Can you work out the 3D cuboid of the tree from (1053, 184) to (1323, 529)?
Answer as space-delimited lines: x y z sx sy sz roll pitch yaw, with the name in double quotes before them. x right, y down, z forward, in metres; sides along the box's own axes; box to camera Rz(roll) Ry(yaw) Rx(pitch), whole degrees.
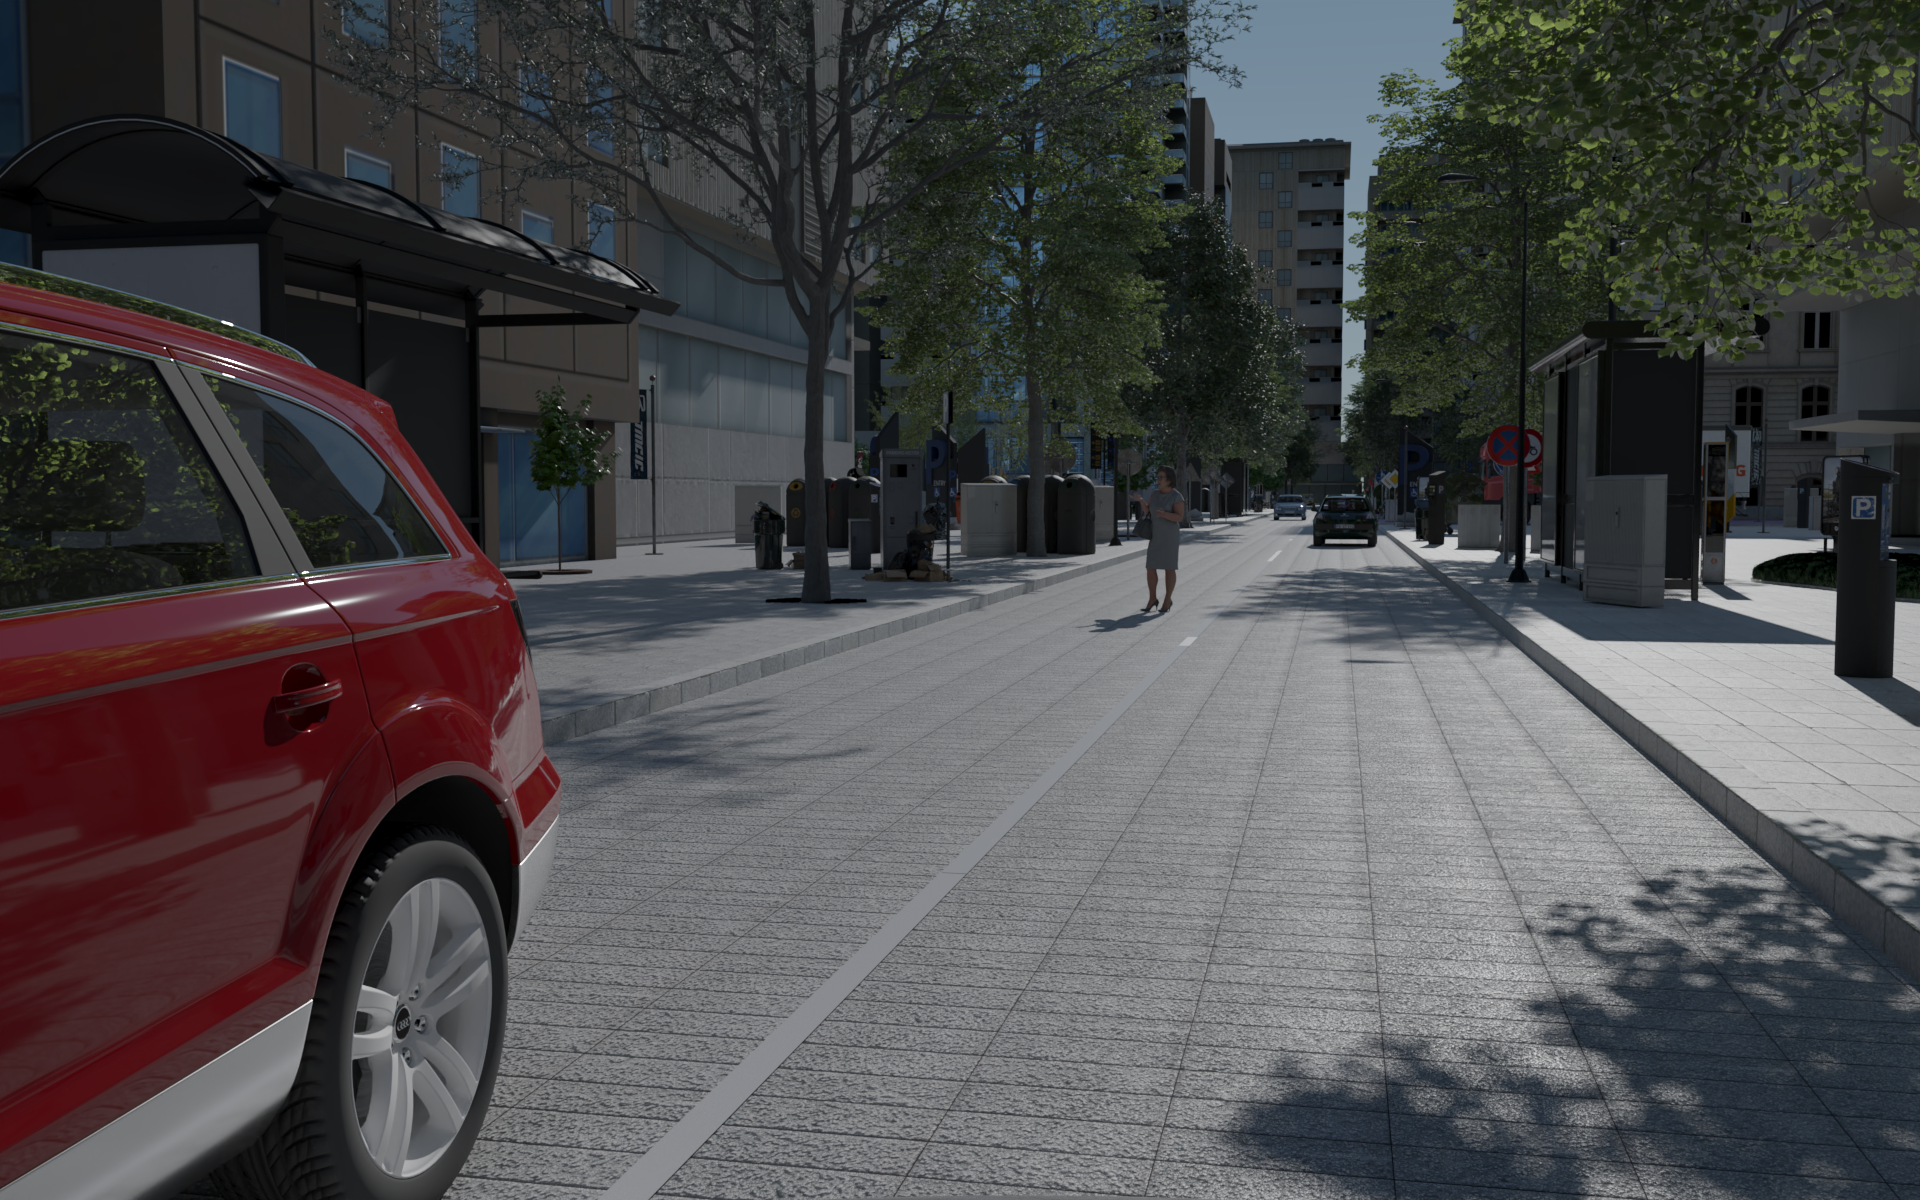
"tree" 8.260 -9.027 64.597 9.611 12.733 9.660 0 3 0

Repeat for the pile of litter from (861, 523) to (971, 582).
"pile of litter" -0.671 -0.714 25.639 1.719 0.858 1.176 3 5 44

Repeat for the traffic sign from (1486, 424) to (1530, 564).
"traffic sign" 10.031 -1.935 31.738 0.768 2.556 0.104 1 4 16

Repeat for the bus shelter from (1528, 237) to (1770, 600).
"bus shelter" 9.491 -2.896 24.984 2.179 5.291 8.768 1 4 12

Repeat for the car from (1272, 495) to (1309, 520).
"car" 18.282 -5.127 95.829 2.014 1.417 4.499 1 4 12

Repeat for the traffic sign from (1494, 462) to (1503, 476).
"traffic sign" 15.787 -3.052 50.013 0.768 2.556 0.104 1 4 13

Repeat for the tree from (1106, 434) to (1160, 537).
"tree" 5.017 -3.498 51.798 1.663 3.219 1.824 0 3 0

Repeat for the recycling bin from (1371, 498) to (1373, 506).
"recycling bin" 29.376 -6.775 123.331 0.722 1.027 0.722 2 4 28

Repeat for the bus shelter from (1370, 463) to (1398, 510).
"bus shelter" 28.449 -7.446 115.659 2.014 3.302 5.546 1 4 12

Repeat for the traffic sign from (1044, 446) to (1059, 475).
"traffic sign" 2.419 -2.788 45.690 0.768 2.556 0.104 1 4 18

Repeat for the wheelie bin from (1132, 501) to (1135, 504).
"wheelie bin" 15.432 -8.977 154.684 0.693 1.594 0.980 -2 4 -31

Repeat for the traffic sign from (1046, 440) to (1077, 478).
"traffic sign" 2.376 -2.494 40.889 0.768 2.556 0.104 1 4 21

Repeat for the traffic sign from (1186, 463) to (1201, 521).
"traffic sign" 9.566 -4.404 72.003 0.884 2.594 0.081 1 4 20

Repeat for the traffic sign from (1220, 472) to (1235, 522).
"traffic sign" 12.201 -4.630 79.348 0.795 2.450 0.064 1 4 12

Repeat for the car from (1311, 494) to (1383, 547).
"car" 10.854 -2.377 48.653 2.009 1.686 4.222 1 4 14

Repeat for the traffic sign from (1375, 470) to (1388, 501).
"traffic sign" 22.575 -5.651 92.504 0.768 2.556 0.104 1 4 19

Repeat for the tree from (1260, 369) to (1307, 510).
"tree" 24.823 -13.238 142.200 9.928 11.665 9.643 0 3 0

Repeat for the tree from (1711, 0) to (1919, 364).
"tree" 5.232 -5.497 8.009 7.486 12.596 7.792 0 3 0

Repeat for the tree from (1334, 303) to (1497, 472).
"tree" 22.289 -9.086 82.960 7.601 10.594 8.767 0 4 -4

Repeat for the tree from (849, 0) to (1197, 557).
"tree" 1.245 -7.137 34.824 7.486 12.596 7.792 0 3 0

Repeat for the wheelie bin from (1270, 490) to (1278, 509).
"wheelie bin" 26.887 -8.592 148.395 0.693 1.594 0.980 0 4 3

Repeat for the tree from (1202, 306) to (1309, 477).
"tree" 18.945 -12.919 117.885 9.857 13.997 8.962 0 3 0

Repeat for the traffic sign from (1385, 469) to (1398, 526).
"traffic sign" 17.576 -4.058 69.989 0.795 2.450 0.064 1 4 12

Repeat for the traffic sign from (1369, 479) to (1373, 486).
"traffic sign" 28.761 -7.342 120.145 0.768 2.556 0.104 1 4 21

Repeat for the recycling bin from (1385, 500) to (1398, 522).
"recycling bin" 19.959 -4.092 79.456 0.722 1.027 0.722 2 4 28

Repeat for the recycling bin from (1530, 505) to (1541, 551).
"recycling bin" 13.315 -1.609 38.855 0.722 1.027 0.722 -2 4 -24

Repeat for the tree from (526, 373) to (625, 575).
"tree" -6.474 -2.027 27.747 1.663 3.219 1.824 0 3 0

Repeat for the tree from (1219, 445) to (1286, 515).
"tree" 17.439 -7.544 107.056 4.285 4.588 4.351 0 3 0

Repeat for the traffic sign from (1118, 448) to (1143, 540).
"traffic sign" 4.679 -2.937 48.121 0.768 2.556 0.104 1 4 13

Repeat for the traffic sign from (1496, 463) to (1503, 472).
"traffic sign" 13.781 -2.645 43.349 0.768 2.556 0.104 1 4 20

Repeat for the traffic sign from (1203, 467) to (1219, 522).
"traffic sign" 11.592 -4.890 80.050 0.768 2.556 0.104 1 4 19

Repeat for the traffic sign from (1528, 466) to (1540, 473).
"traffic sign" 14.348 -2.707 44.264 0.884 2.594 0.081 1 4 20

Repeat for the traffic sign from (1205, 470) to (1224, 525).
"traffic sign" 10.501 -4.153 71.545 0.795 2.450 0.064 1 4 12

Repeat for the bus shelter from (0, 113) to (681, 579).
"bus shelter" -3.894 -1.103 11.957 2.014 3.302 5.546 1 4 12

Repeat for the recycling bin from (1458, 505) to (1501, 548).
"recycling bin" 12.424 -1.768 41.465 0.722 1.027 0.722 -2 4 -26

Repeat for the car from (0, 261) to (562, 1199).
"car" -2.293 0.402 2.096 2.281 1.827 5.304 1 4 10

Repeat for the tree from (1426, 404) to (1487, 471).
"tree" 33.076 -10.115 115.738 4.737 8.622 4.395 0 3 0

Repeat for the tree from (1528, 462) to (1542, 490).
"tree" 23.091 -4.459 67.503 1.663 3.219 1.824 0 3 0

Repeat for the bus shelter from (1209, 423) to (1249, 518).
"bus shelter" 15.228 -7.350 97.810 2.179 5.291 8.768 1 4 12

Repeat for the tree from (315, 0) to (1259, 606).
"tree" -1.725 -6.719 20.221 12.009 13.543 11.850 0 3 0

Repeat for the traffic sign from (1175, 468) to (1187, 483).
"traffic sign" 10.006 -4.869 79.615 0.884 2.594 0.081 1 4 16

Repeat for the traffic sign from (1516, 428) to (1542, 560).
"traffic sign" 10.978 -2.052 33.649 0.768 2.556 0.104 1 4 15

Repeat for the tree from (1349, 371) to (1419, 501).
"tree" 24.401 -9.102 99.179 4.360 8.622 3.978 0 3 0

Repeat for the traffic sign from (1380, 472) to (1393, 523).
"traffic sign" 19.275 -4.535 77.792 0.795 2.450 0.064 1 4 12

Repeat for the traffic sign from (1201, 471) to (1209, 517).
"traffic sign" 13.693 -6.008 98.231 0.884 2.594 0.081 1 4 17
